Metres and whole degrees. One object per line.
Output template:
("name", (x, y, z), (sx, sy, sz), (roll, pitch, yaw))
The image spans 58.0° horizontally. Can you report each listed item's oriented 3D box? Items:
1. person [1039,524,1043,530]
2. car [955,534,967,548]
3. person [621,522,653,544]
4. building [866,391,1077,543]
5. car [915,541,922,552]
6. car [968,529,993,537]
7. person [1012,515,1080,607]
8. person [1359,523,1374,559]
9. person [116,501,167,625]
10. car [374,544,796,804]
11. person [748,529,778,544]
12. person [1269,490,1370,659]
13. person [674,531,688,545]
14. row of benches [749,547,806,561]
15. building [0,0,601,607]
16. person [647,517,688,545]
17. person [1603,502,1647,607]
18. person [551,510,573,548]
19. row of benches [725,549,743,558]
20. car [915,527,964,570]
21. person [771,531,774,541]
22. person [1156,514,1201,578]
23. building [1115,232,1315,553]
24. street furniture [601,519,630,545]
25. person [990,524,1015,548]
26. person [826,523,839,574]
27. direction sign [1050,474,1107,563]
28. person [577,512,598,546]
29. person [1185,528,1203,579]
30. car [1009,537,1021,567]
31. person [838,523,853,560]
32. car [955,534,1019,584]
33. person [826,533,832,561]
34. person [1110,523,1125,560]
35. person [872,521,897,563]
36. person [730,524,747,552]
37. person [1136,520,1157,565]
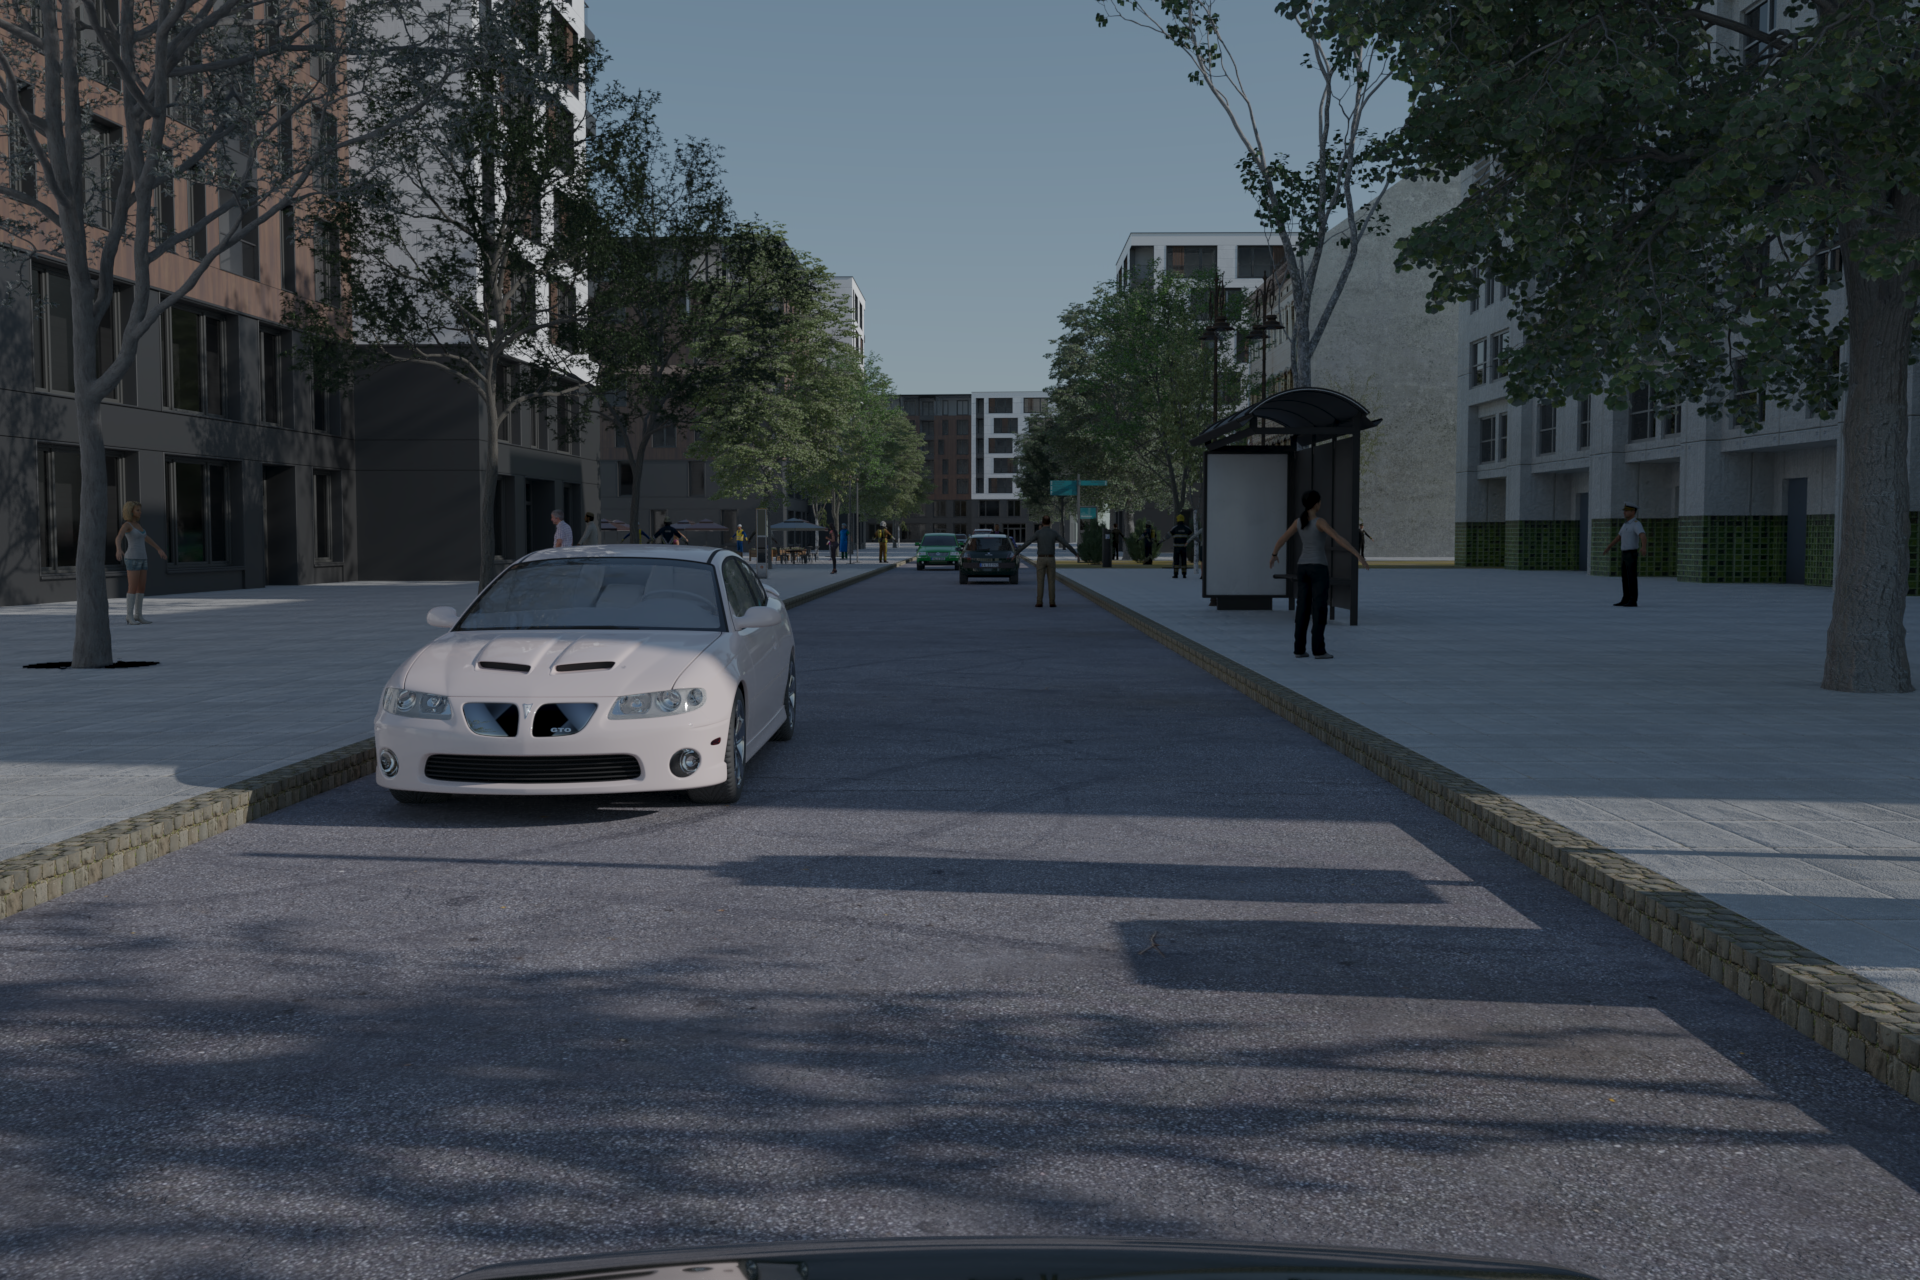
("person", (3.071, -3.474, 65.391), (0.704, 1.812, 1.346), (0, 4, -2))
("car", (-0.063, -9.383, 163.205), (2.009, 1.686, 4.222), (0, 4, 1))
("person", (-12.457, -3.686, 66.734), (1.216, 1.772, 0.721), (0, 4, -4))
("building", (0.962, -25.353, 260.949), (32.646, 21.610, 27.936), (0, 4, 6))
("car", (-1.242, -4.445, 85.263), (1.945, 1.354, 3.894), (0, 4, 1))
("car", (1.736, -7.424, 130.057), (2.281, 1.827, 5.304), (0, 4, 1))
("person", (1.687, -1.542, 33.932), (1.348, 1.796, 0.705), (0, 3, 0))
("person", (20.232, -4.976, 87.285), (1.347, 1.837, 0.705), (-1, 4, -22))
("person", (-11.624, -1.099, 24.578), (0.721, 1.753, 1.214), (0, 4, 4))
("car", (-2.088, 0.100, 10.723), (2.083, 1.381, 4.827), (0, 4, 0))
("person", (-7.549, -3.654, 65.876), (1.348, 1.813, 0.705), (2, 4, 29))
("person", (3.690, -0.680, 17.931), (0.721, 1.737, 1.217), (-3, 5, -43))
("person", (-13.869, -4.757, 84.581), (1.217, 1.733, 0.721), (1, 4, 12))
("row of benches", (-8.682, -4.137, 83.105), (1.422, 0.672, 4.104), (2, 4, 28))
("building", (-26.991, -12.275, 44.664), (27.936, 21.610, 32.646), (0, 4, 2))
("person", (-9.441, -3.061, 55.913), (1.351, 1.845, 0.704), (-1, 4, -15))
("person", (11.808, -1.518, 30.614), (0.704, 1.855, 1.343), (0, 4, -8))
("person", (-7.067, -1.443, 30.569), (0.436, 1.711, 0.756), (1, 4, 12))
("row of benches", (-10.110, -3.307, 69.538), (1.422, 0.672, 4.104), (2, 4, 26))
("car", (-0.816, -3.716, 69.547), (1.959, 1.807, 4.718), (0, 4, 1))
("person", (-11.314, -5.884, 102.393), (0.705, 1.806, 1.347), (1, 4, 21))
("person", (6.381, -2.719, 50.222), (1.351, 1.858, 0.704), (0, 4, -4))
("building", (25.766, -17.716, 133.632), (27.936, 21.610, 32.646), (0, 4, 1))
("street furniture", (-28.444, -4.147, 72.837), (27.439, 1.986, 14.083), (0, 4, 2))
("person", (1.353, -3.346, 63.390), (1.346, 1.802, 0.704), (0, 4, 0))
("person", (-4.139, -2.960, 55.916), (0.415, 1.643, 0.593), (-2, 4, -29))
("direction sign", (5.268, -5.366, 76.489), (2.525, 3.948, 1.411), (0, 4, 0))
("person", (-9.003, -2.198, 42.031), (0.704, 1.819, 1.344), (0, 4, 7))
("person", (6.996, -2.590, 49.181), (1.217, 1.735, 0.721), (0, 4, 3))
("car", (1.706, -3.848, 75.503), (1.945, 1.354, 3.894), (0, 4, 0))
("person", (-5.807, -4.909, 86.384), (1.347, 1.817, 0.704), (3, 5, 41))
("car", (0.843, -2.506, 50.765), (2.009, 1.686, 4.222), (0, 4, 1))
("person", (-6.277, -4.550, 83.656), (0.599, 1.433, 0.991), (1, 4, 11))
("person", (7.643, -4.846, 85.411), (1.347, 1.806, 0.705), (-2, 4, -31))
("person", (-3.420, -4.374, 77.280), (1.354, 1.858, 0.705), (2, 4, 33))
("person", (-12.571, -5.673, 98.727), (1.349, 1.833, 0.705), (3, 4, 38))
("person", (7.854, -4.071, 72.347), (0.705, 1.856, 1.354), (3, 5, 43))
